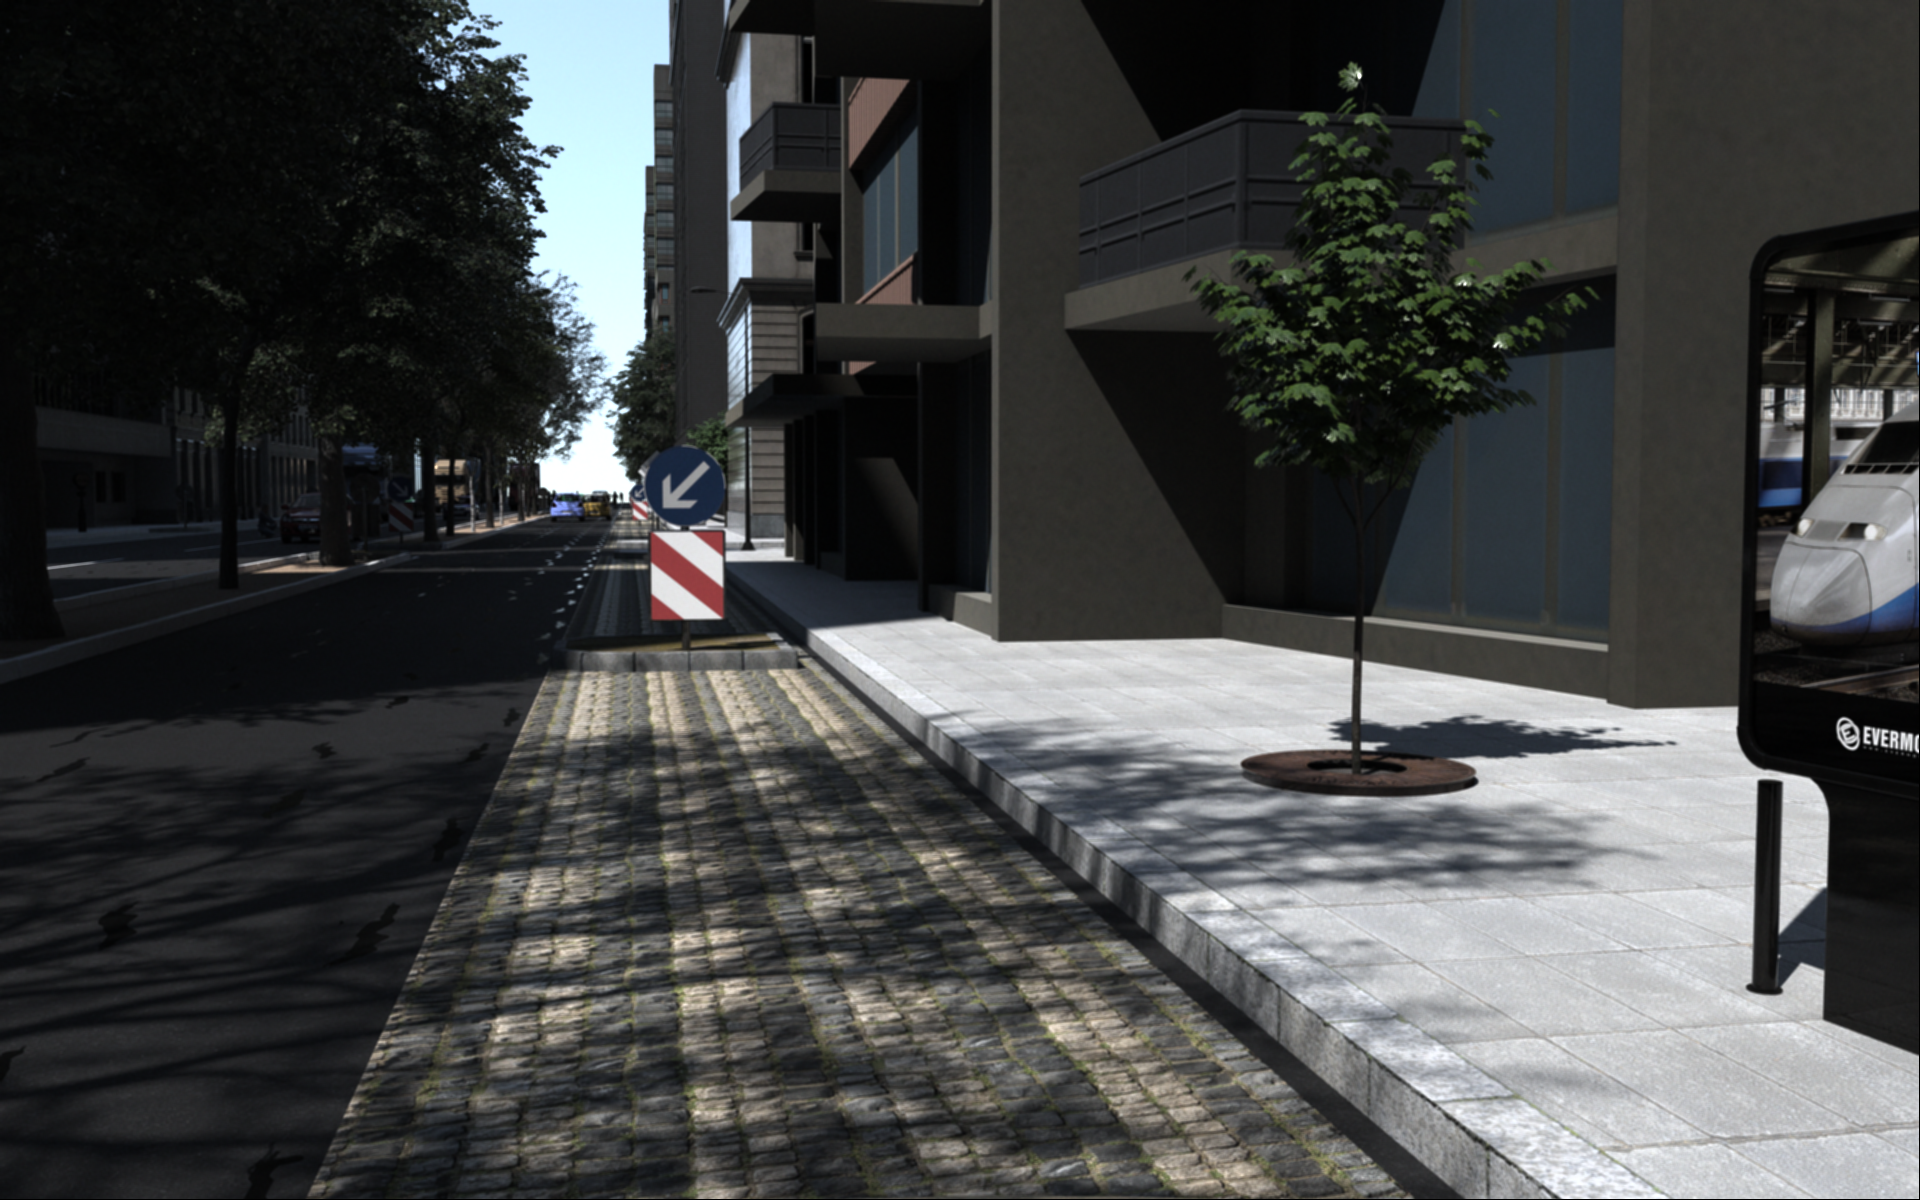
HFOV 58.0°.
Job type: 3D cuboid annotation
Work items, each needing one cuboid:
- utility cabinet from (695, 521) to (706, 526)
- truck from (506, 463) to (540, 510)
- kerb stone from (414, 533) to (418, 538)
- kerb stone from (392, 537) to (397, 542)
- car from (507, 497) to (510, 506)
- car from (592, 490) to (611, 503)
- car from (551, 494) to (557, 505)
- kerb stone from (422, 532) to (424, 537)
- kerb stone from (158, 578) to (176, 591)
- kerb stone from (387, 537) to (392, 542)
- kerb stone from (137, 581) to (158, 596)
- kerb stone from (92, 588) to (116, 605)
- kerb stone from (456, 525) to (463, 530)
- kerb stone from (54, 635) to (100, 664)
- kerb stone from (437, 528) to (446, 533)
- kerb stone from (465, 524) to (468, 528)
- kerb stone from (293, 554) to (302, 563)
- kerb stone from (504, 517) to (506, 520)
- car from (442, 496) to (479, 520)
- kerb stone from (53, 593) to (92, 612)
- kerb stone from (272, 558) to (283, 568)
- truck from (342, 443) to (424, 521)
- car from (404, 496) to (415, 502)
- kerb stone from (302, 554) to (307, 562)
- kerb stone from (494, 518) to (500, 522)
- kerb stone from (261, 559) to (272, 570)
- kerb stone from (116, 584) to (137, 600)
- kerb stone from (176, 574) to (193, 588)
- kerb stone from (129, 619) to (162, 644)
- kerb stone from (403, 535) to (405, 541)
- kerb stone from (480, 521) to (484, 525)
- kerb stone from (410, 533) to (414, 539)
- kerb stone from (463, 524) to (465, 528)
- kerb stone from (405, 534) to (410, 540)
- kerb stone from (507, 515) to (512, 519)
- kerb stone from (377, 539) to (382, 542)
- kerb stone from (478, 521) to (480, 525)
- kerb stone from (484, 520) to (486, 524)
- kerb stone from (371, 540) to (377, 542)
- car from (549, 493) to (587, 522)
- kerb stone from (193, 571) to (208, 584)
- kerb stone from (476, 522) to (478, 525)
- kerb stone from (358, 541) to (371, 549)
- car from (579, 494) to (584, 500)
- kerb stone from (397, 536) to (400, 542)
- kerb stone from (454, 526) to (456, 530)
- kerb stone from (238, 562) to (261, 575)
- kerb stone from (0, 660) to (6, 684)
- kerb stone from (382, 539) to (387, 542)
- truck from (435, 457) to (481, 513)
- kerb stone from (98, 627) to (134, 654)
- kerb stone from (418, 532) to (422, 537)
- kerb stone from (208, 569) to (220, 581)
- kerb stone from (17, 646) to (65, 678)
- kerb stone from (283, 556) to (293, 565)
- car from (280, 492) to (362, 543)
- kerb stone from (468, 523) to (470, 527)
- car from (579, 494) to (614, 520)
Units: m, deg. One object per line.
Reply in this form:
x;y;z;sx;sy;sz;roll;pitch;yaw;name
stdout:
-10.693;-3.578;69.658;0.306;1.237;1.020;3;5;42;utility cabinet
-39.363;-10.256;156.604;2.839;4.237;11.283;-1;4;-12;truck
-17.534;-2.026;55.367;0.120;0.150;1.000;-1;4;-11;kerb stone
-16.571;-1.717;50.324;0.120;0.150;1.000;-1;4;-11;kerb stone
-53.397;-12.209;208.653;2.155;1.783;4.494;-1;4;-11;car
-37.270;-10.439;179.343;2.281;1.827;5.304;-1;4;-12;car
-51.933;-13.099;223.754;1.945;1.707;3.694;-1;4;-11;car
-17.926;-2.152;57.385;0.120;0.150;1.000;-1;4;-11;kerb stone
-11.838;-0.209;25.634;0.120;0.150;1.000;-1;4;-11;kerb stone
-16.378;-1.656;49.320;0.120;0.150;1.000;-1;4;-11;kerb stone
-11.643;-0.148;24.621;0.120;0.150;1.000;-1;4;-11;kerb stone
-11.261;-0.025;22.606;0.120;0.150;1.000;-1;4;-11;kerb stone
-20.435;-2.948;70.472;0.120;0.150;1.000;-1;4;-11;kerb stone
-7.662;0.443;14.954;0.120;0.150;1.000;-1;4;-11;kerb stone
-19.283;-2.584;64.441;0.120;0.150;1.000;-1;4;-11;kerb stone
-20.816;-3.075;72.488;0.120;0.150;1.000;-1;4;-11;kerb stone
-13.776;-0.826;35.702;0.120;0.150;1.000;-1;4;-11;kerb stone
-25.065;-4.431;94.643;0.120;0.150;1.000;-1;4;-11;kerb stone
-27.530;-5.077;95.584;1.945;1.354;3.894;-1;4;-12;car
-11.074;0.048;21.601;0.120;0.150;1.000;-1;4;-11;kerb stone
-13.387;-0.703;33.690;0.120;0.150;1.000;-1;4;-11;kerb stone
-32.257;-6.544;96.759;2.967;4.110;18.799;-1;4;-11;truck
-40.867;-7.212;126.704;1.959;1.807;4.718;-1;4;-13;car
-13.961;-0.888;36.711;0.120;0.150;1.000;-1;4;-11;kerb stone
-24.684;-4.308;92.631;0.120;0.150;1.000;-1;4;-11;kerb stone
-13.189;-0.641;32.671;0.120;0.150;1.000;-1;4;-11;kerb stone
-11.454;-0.086;23.610;0.120;0.150;1.000;-1;4;-11;kerb stone
-12.024;-0.264;26.640;0.120;0.150;1.000;-1;4;-11;kerb stone
-8.037;0.325;16.965;0.120;0.150;1.000;-1;4;-11;kerb stone
-16.961;-1.844;52.339;0.120;0.150;1.000;-1;4;-11;kerb stone
-22.359;-3.568;80.534;0.120;0.150;1.000;-1;4;-11;kerb stone
-17.346;-1.967;54.356;0.120;0.150;1.000;-1;4;-11;kerb stone
-20.630;-3.013;71.480;0.120;0.150;1.000;-1;4;-11;kerb stone
-17.152;-1.905;53.353;0.120;0.150;1.000;-1;4;-11;kerb stone
-26.033;-4.739;99.671;0.120;0.150;1.000;-1;4;-11;kerb stone
-15.996;-1.531;47.305;0.120;0.150;1.000;-1;4;-11;kerb stone
-21.984;-3.441;78.524;0.120;0.150;1.000;-1;4;-11;kerb stone
-22.554;-3.625;81.537;0.120;0.150;1.000;-1;4;-11;kerb stone
-15.801;-1.465;46.298;0.120;0.150;1.000;-1;4;-11;kerb stone
-20.349;-4.912;89.900;1.945;1.707;3.694;-1;4;-12;car
-12.223;-0.333;27.642;0.120;0.150;1.000;-1;4;-11;kerb stone
-21.782;-3.383;77.508;0.120;0.150;1.000;-1;4;-11;kerb stone
-15.612;-1.412;45.290;0.120;0.150;1.000;-1;4;-11;kerb stone
-25.227;-6.390;113.271;1.959;1.807;4.718;-1;4;-10;car
-16.769;-1.782;51.332;0.120;0.150;1.000;-1;4;-11;kerb stone
-19.855;-2.768;67.459;0.120;0.150;1.000;-1;4;-11;kerb stone
-12.998;-0.579;31.663;0.120;0.150;1.000;-1;4;-11;kerb stone
-7.276;0.566;12.947;0.120;0.150;1.000;-1;4;-11;kerb stone
-16.184;-1.597;48.309;0.120;0.150;1.000;-1;4;-11;kerb stone
-38.779;-8.843;133.488;2.839;4.237;11.283;-1;4;-9;truck
-7.845;0.382;15.960;0.120;0.150;1.000;-1;4;-11;kerb stone
-17.733;-2.090;56.375;0.120;0.150;1.000;-1;4;-11;kerb stone
-12.411;-0.395;28.647;0.120;0.150;1.000;-1;4;-11;kerb stone
-7.460;0.511;13.952;0.120;0.150;1.000;-1;4;-11;kerb stone
-13.580;-0.761;34.694;0.120;0.150;1.000;-1;4;-11;kerb stone
-19.227;-2.639;52.184;2.155;1.783;4.494;-1;4;-10;car
-21.011;-3.135;73.492;0.120;0.150;1.000;-1;4;-11;kerb stone
-20.261;-5.257;96.179;2.015;1.641;3.980;-1;4;-10;car
